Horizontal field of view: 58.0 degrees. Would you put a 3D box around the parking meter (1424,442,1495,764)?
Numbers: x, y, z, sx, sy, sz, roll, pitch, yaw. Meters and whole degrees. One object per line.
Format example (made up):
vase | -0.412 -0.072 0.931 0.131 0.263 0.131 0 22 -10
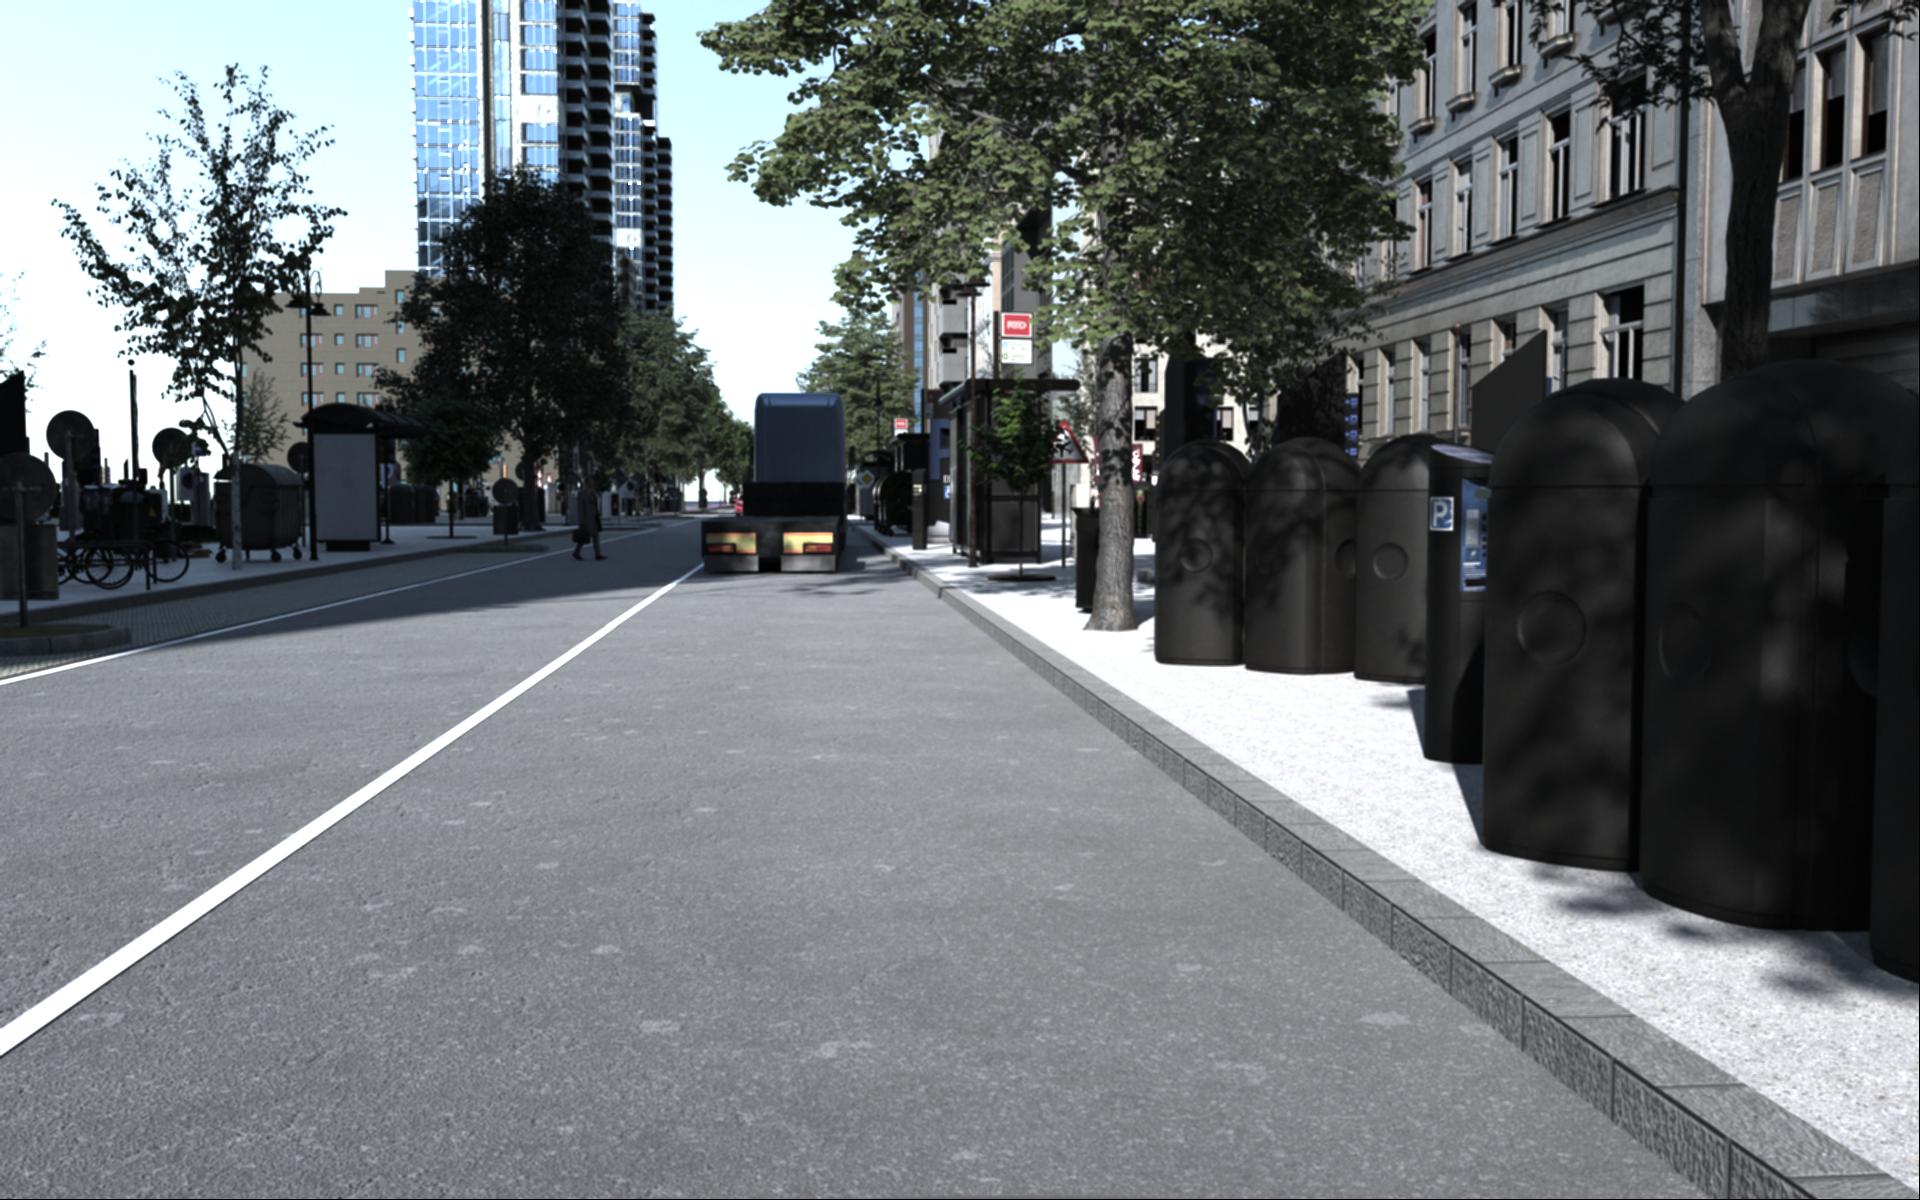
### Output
parking meter | 2.443 0.003 8.357 0.372 1.533 0.369 0 3 0

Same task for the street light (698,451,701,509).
street light | -23.022 -11.026 153.067 0.468 5.910 1.993 0 4 -5

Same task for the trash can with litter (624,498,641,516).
trash can with litter | -19.185 -5.514 101.549 1.055 1.170 0.624 0 4 -7

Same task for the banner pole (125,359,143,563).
banner pole | -15.212 -2.566 31.967 0.401 3.779 0.863 -2 4 -33

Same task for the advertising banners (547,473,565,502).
advertising banners | -33.284 -8.995 143.258 2.074 3.025 0.090 1 4 15

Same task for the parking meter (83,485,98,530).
parking meter | -23.250 -2.323 46.391 0.372 1.533 0.369 0 3 0

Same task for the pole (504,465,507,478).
pole | -31.361 -7.689 119.552 0.158 3.312 0.155 0 3 0

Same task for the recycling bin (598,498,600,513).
recycling bin | -22.100 -5.758 106.690 0.722 1.027 0.722 3 5 40

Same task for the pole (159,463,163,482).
pole | -47.250 -6.647 102.519 0.158 3.312 0.155 0 3 0

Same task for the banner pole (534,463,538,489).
banner pole | -19.738 -5.518 80.236 0.863 3.779 0.401 2 4 33

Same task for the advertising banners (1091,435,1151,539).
advertising banners | 4.685 -3.313 50.354 2.074 3.025 0.090 3 5 43

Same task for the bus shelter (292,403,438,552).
bus shelter | -13.989 -2.888 41.138 2.014 3.302 5.546 0 4 -5

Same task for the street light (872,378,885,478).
street light | -3.266 -5.895 69.177 0.468 5.910 1.993 0 4 -5

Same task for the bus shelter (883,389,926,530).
bus shelter | -1.462 -5.273 63.849 2.179 5.291 8.768 0 4 -5

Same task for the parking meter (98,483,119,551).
parking meter | -19.265 -1.890 39.316 0.372 1.533 0.369 0 3 0

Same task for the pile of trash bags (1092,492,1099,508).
pile of trash bags | 8.192 -4.776 87.836 3.447 1.369 1.912 2 4 35

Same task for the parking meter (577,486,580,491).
parking meter | -28.930 -7.708 131.743 0.399 1.863 0.255 -3 5 -45

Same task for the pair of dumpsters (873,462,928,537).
pair of dumpsters | -1.860 -3.159 54.151 1.574 2.255 4.437 0 4 -5

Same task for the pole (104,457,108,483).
pole | -47.552 -6.280 96.522 0.158 3.312 0.155 0 3 0

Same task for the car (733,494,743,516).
car | -13.842 -6.418 113.973 2.155 1.783 4.494 0 4 -5

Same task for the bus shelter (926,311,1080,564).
bus shelter | 0.767 -3.554 35.737 2.179 5.291 8.768 0 4 -5

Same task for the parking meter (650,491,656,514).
parking meter | -19.714 -6.212 109.970 0.372 1.533 0.369 0 3 0

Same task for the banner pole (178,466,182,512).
banner pole | -40.505 -6.109 89.900 0.401 3.779 0.863 -2 4 -35

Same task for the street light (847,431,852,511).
street light | -7.162 -8.554 112.641 0.468 5.910 1.993 0 4 -5

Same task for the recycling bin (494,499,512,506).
recycling bin | -23.473 -4.672 88.944 0.722 1.027 0.722 -3 5 -39

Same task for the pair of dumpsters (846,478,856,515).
pair of dumpsters | -6.534 -6.518 109.069 1.574 2.255 4.437 0 4 -5

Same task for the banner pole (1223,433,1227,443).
banner pole | 10.761 -4.921 70.473 0.401 3.779 0.863 1 4 10

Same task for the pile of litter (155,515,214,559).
pile of litter | -15.751 -1.296 35.161 1.176 0.858 1.719 0 3 0

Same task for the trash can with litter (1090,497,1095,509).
trash can with litter | 6.188 -4.097 78.366 1.055 1.170 0.624 2 4 29

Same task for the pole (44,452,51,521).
pole | -44.084 -5.494 83.663 0.158 3.312 0.155 0 3 0

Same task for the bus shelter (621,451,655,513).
bus shelter | -23.014 -8.873 122.699 2.179 5.291 8.768 0 4 -5

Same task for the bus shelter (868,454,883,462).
bus shelter | -3.611 -6.834 89.360 2.179 5.291 8.768 0 4 -5

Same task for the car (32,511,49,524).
car | -39.874 -3.760 70.143 5.304 1.827 2.281 0 4 -6

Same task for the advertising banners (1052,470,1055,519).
advertising banners | 4.804 -5.675 88.968 0.090 3.025 2.074 0 3 0

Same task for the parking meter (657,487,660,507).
parking meter | -25.722 -8.709 148.096 0.255 1.863 0.399 0 4 1

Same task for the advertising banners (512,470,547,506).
advertising banners | -26.291 -6.662 105.113 2.074 3.025 0.090 0 4 0

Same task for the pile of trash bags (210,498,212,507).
pile of trash bags | -37.941 -4.882 89.565 1.912 1.369 3.447 1 4 22

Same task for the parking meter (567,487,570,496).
parking meter | -32.314 -8.369 142.544 0.399 1.863 0.255 3 5 45

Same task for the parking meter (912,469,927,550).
parking meter | -0.926 -2.079 39.711 0.255 1.863 0.399 1 4 15

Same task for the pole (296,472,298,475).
pole | -50.341 -8.427 131.630 0.158 3.312 0.155 0 3 0

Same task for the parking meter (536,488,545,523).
parking meter | -18.836 -4.247 77.849 0.372 1.533 0.369 0 3 0

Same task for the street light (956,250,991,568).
street light | 0.229 -3.506 30.114 0.468 5.910 1.993 0 4 -5

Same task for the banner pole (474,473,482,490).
banner pole | -35.644 -8.431 127.860 0.863 3.779 0.401 -3 4 -37

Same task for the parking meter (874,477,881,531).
parking meter | -2.804 -3.371 60.820 0.399 1.863 0.255 -1 4 -14

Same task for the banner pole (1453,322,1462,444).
banner pole | 7.174 -2.146 25.105 0.401 3.779 0.863 1 4 18

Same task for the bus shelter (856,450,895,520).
bus shelter | -3.891 -5.389 82.027 2.014 3.302 5.546 0 4 -5

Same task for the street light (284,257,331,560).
street light | -12.552 -3.712 33.480 0.468 5.910 1.993 0 4 -5
